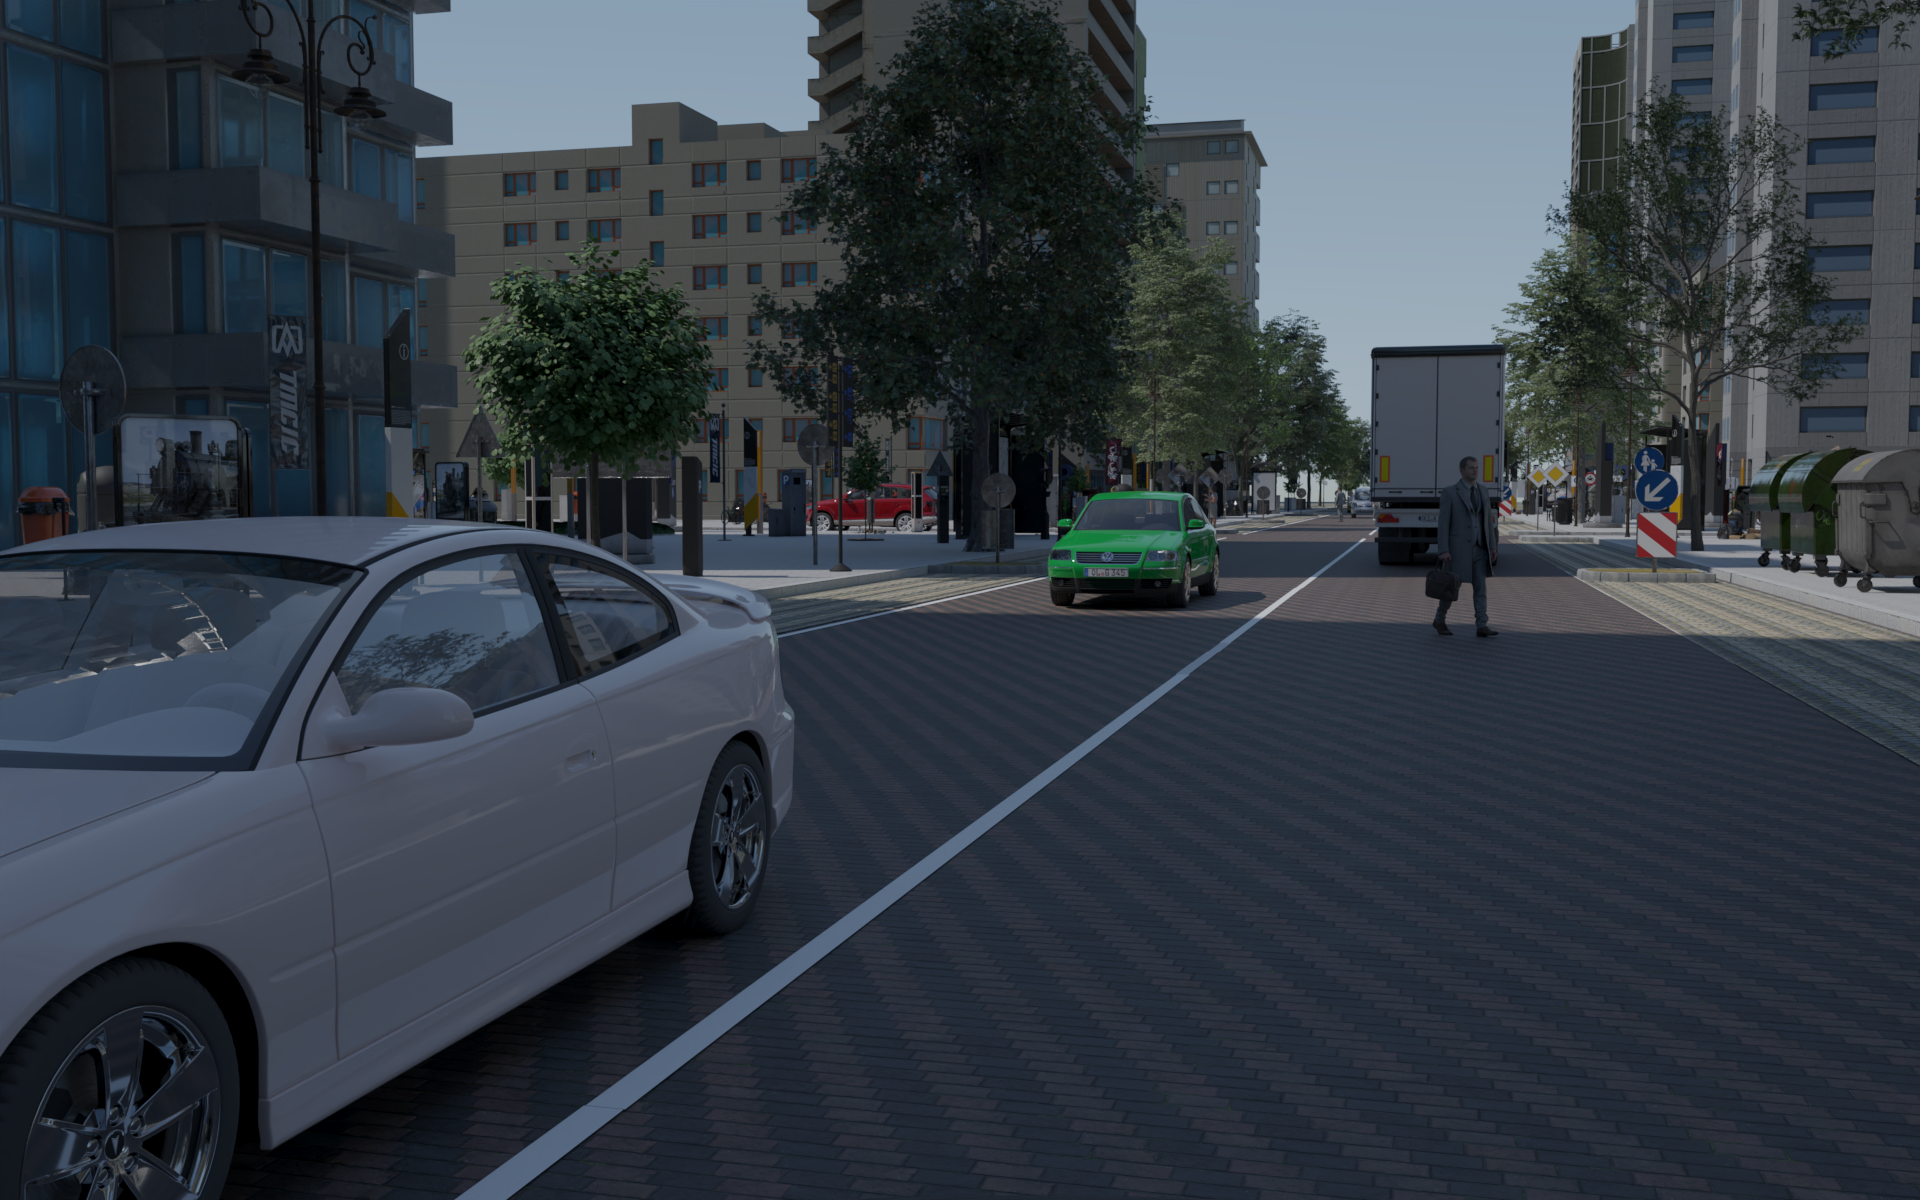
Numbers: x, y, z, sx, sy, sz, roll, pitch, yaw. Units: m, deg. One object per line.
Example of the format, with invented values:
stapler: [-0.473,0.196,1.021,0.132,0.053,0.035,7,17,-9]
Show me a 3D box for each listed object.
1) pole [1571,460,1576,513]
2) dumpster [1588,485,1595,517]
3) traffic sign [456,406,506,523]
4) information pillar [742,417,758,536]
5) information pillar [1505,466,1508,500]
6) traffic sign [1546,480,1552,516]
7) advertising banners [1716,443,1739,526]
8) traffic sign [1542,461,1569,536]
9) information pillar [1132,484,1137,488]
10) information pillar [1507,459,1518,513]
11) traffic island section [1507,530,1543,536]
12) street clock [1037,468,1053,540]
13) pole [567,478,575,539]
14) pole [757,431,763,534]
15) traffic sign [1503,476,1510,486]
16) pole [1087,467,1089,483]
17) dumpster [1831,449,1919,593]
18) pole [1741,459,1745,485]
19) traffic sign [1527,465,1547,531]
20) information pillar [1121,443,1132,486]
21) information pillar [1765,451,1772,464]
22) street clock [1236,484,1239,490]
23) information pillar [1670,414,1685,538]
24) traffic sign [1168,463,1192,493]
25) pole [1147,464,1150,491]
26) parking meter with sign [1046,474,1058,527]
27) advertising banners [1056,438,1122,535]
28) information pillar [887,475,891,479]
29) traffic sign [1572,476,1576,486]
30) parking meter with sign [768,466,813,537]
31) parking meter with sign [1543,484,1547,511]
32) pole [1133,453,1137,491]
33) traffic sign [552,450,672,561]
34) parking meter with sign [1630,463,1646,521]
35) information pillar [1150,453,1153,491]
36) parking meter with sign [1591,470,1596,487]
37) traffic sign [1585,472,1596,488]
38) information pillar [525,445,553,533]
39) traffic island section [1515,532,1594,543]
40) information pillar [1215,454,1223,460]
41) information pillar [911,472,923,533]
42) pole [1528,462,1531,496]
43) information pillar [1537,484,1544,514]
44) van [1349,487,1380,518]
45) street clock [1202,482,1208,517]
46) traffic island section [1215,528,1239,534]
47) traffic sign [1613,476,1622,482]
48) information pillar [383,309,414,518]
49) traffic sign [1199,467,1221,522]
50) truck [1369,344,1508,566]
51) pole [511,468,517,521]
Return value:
pole: [37.183,-6.797,104.966,0.158,3.312,0.155,0,3,0]
dumpster: [35.886,-5.581,97.006,1.264,1.857,1.865,1,4,15]
traffic sign: [-7.001,-1.545,25.257,0.884,2.594,0.081,1,4,22]
information pillar: [-6.367,-3.746,52.599,0.504,3.616,0.183,2,4,32]
information pillar: [39.161,-8.114,124.013,0.183,3.616,0.504,3,4,38]
traffic sign: [34.319,-6.131,100.340,0.768,2.556,0.104,1,4,21]
advertising banners: [26.282,-3.863,59.344,0.090,3.025,2.074,0,4,4]
traffic sign: [18.037,-2.989,52.508,0.795,2.450,0.064,1,4,15]
information pillar: [12.212,-7.133,121.119,0.304,2.012,0.304,0,4,-8]
information pillar: [37.041,-7.610,115.780,0.504,3.616,0.183,-2,4,-25]
traffic island section: [20.129,-2.325,60.293,2.009,0.180,2.903,1,4,15]
street clock: [2.400,-2.704,48.775,0.358,2.002,0.471,3,4,36]
pole: [-10.961,-3.356,48.715,0.158,3.312,0.155,0,3,0]
pole: [-6.450,-3.788,55.775,0.158,3.312,0.155,0,3,0]
traffic sign: [39.131,-7.616,124.624,0.768,2.556,0.104,2,4,24]
pole: [8.678,-7.565,117.537,0.158,3.312,0.155,0,3,0]
dumpster: [12.436,-1.054,22.999,1.264,1.857,1.865,1,4,15]
pole: [44.917,-6.458,99.434,0.158,3.312,0.155,0,3,0]
traffic sign: [20.105,-3.461,60.222,0.795,2.450,0.064,1,4,15]
information pillar: [7.152,-5.085,74.502,0.504,3.616,0.183,-2,4,-23]
information pillar: [43.793,-6.272,93.898,0.504,3.616,0.183,-3,4,-36]
street clock: [20.662,-7.566,128.273,0.358,2.002,0.471,3,5,44]
information pillar: [20.914,-3.620,50.547,0.183,3.616,0.504,-1,4,-14]
traffic sign: [7.035,-3.170,55.467,0.795,2.450,0.064,1,4,15]
pole: [12.598,-7.463,115.866,0.158,3.312,0.155,0,3,0]
parking meter with sign: [3.461,-4.313,66.771,1.738,3.016,0.543,1,4,12]
advertising banners: [4.034,-3.549,54.207,2.074,3.025,0.090,0,4,3]
information pillar: [-2.895,-3.833,67.165,0.304,2.012,0.304,-2,4,-30]
traffic sign: [34.996,-5.881,98.287,0.606,2.300,0.079,1,4,22]
parking meter with sign: [-5.062,-3.443,52.547,0.543,3.016,1.738,3,5,41]
parking meter with sign: [44.302,-8.289,131.790,1.738,3.016,0.543,2,4,25]
pole: [8.709,-5.655,86.306,0.158,3.312,0.155,0,3,0]
traffic sign: [-5.466,-2.010,26.735,2.265,3.308,0.079,1,4,20]
parking meter with sign: [33.273,-5.335,83.489,1.738,3.016,0.543,1,4,19]
information pillar: [10.662,-6.431,96.502,0.183,3.616,0.504,0,4,-1]
parking meter with sign: [45.476,-7.836,124.374,0.543,3.016,1.738,3,4,36]
traffic sign: [36.651,-6.157,100.771,0.768,2.556,0.104,1,4,18]
information pillar: [-5.977,-1.230,24.607,0.304,2.012,0.304,-2,4,-35]
traffic island section: [18.062,-1.853,52.579,2.009,0.180,2.903,1,4,15]
information pillar: [14.369,-6.408,96.119,0.504,3.616,0.183,3,4,36]
information pillar: [-1.434,-3.266,57.895,0.304,2.012,0.304,-1,4,-21]
pole: [35.817,-7.048,109.073,0.158,3.312,0.155,0,3,0]
information pillar: [36.691,-6.423,109.514,0.304,2.012,0.304,0,4,5]
van: [24.641,-6.004,105.183,2.013,2.044,4.112,1,4,14]
street clock: [11.919,-4.870,84.190,0.358,2.002,0.471,0,4,8]
traffic island section: [9.078,-2.506,63.249,2.009,0.180,2.903,1,4,15]
traffic sign: [36.024,-5.687,95.115,0.606,2.300,0.079,1,4,15]
information pillar: [-7.038,-1.859,21.754,0.183,3.616,0.504,1,4,15]
traffic sign: [9.103,-3.642,63.181,0.795,2.450,0.064,1,4,15]
truck: [10.609,-3.005,38.053,2.839,4.237,11.283,1,4,17]
pole: [-18.462,-4.759,71.651,0.158,3.312,0.155,0,3,0]
